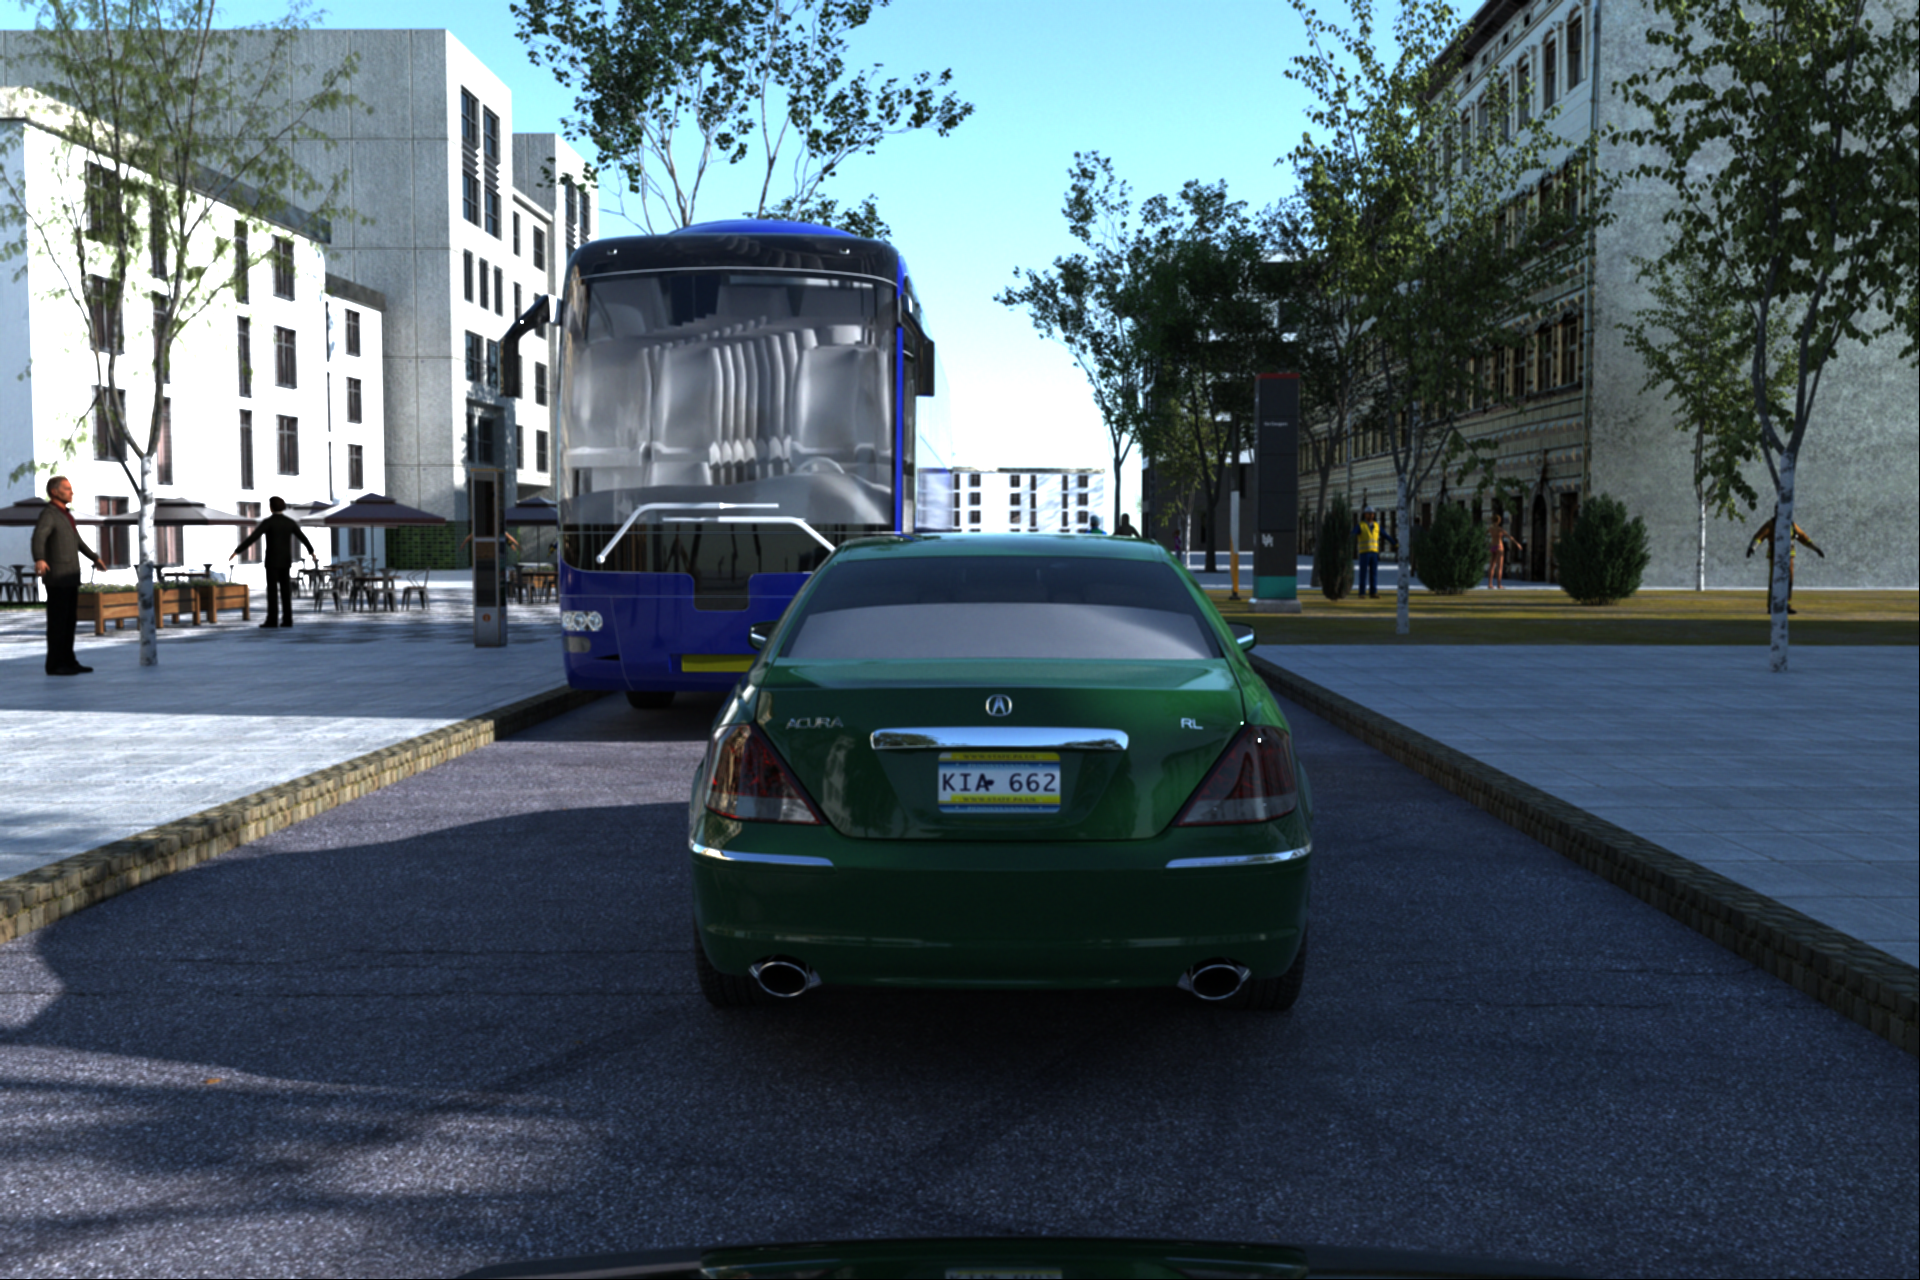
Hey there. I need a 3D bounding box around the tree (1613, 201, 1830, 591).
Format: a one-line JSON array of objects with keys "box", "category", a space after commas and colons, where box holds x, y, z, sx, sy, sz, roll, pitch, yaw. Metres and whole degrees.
[{"box": [16.940, -5.409, 38.800, 4.737, 8.622, 4.395, 0, 3, 0], "category": "tree"}]

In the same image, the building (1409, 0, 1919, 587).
[{"box": [24.679, -13.407, 50.125, 19.493, 23.208, 18.063, 0, 4, 2], "category": "building"}]

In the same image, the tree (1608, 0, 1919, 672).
[{"box": [7.851, -4.012, 15.963, 4.737, 8.622, 4.395, 0, 3, 0], "category": "tree"}]

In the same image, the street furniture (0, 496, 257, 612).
[{"box": [-26.139, -1.264, 25.694, 27.439, 1.986, 14.083, 0, 4, -4], "category": "street furniture"}]

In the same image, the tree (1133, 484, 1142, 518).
[{"box": [23.732, -16.012, 212.165, 4.360, 8.622, 3.978, 0, 3, 0], "category": "tree"}]

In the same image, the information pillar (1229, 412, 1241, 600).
[{"box": [5.342, -2.586, 33.640, 0.183, 3.616, 0.504, 0, 4, 0], "category": "information pillar"}]

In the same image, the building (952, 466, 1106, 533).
[{"box": [4.117, -16.579, 215.673, 28.070, 9.664, 9.099, 0, 4, -6], "category": "building"}]

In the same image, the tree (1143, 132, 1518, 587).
[{"box": [8.575, -6.536, 41.269, 8.767, 10.594, 7.601, 0, 4, 5], "category": "tree"}]

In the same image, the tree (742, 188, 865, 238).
[{"box": [-7.090, -9.678, 64.886, 9.857, 13.997, 8.962, 0, 3, 0], "category": "tree"}]

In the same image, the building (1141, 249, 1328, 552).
[{"box": [28.594, -18.156, 140.817, 27.936, 21.610, 32.646, 0, 4, 2], "category": "building"}]

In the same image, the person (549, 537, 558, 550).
[{"box": [-8.932, -2.123, 40.486, 1.354, 1.856, 0.705, -1, 4, -19], "category": "person"}]

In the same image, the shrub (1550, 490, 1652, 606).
[{"box": [11.541, -1.661, 31.200, 1.661, 2.075, 1.752, 0, 3, 0], "category": "shrub"}]

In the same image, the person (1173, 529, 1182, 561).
[{"box": [7.196, -2.904, 56.743, 0.599, 1.433, 0.991, 0, 4, 5], "category": "person"}]

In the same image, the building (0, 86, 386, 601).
[{"box": [-21.442, -6.404, 46.860, 9.099, 9.664, 28.070, 0, 4, 2], "category": "building"}]

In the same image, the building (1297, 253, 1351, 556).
[{"box": [29.821, -16.325, 97.843, 19.493, 23.208, 18.063, 0, 4, 2], "category": "building"}]

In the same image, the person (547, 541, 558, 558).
[{"box": [-5.654, -1.216, 26.350, 1.216, 1.772, 0.721, -1, 4, -17], "category": "person"}]

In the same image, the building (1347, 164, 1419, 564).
[{"box": [28.629, -15.107, 77.931, 19.493, 23.208, 18.063, 0, 4, 2], "category": "building"}]

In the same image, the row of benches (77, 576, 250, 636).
[{"box": [-11.037, -0.507, 23.746, 1.422, 0.672, 4.104, 0, 4, 4], "category": "row of benches"}]

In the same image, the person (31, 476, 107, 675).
[{"box": [-8.194, -0.592, 15.853, 0.705, 1.807, 1.348, 0, 4, -5], "category": "person"}]

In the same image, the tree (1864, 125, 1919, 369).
[{"box": [16.650, -4.744, 27.930, 4.737, 8.622, 4.395, 0, 3, 0], "category": "tree"}]

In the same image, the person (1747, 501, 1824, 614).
[{"box": [13.191, -1.346, 27.780, 1.354, 1.858, 0.705, -1, 4, -10], "category": "person"}]

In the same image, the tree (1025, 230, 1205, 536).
[{"box": [11.190, -15.318, 106.342, 12.611, 20.169, 13.585, 0, 3, 0], "category": "tree"}]

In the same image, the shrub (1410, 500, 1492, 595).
[{"box": [10.375, -1.967, 36.585, 1.690, 2.028, 1.600, 0, 3, 0], "category": "shrub"}]

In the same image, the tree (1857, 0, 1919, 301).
[{"box": [13.032, -4.380, 21.973, 4.360, 8.622, 3.978, 0, 3, 0], "category": "tree"}]

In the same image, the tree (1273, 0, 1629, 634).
[{"box": [5.788, -4.370, 21.815, 4.737, 8.622, 4.395, 0, 3, 0], "category": "tree"}]

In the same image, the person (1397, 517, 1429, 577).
[{"box": [13.732, -2.797, 52.000, 1.348, 1.796, 0.705, 2, 4, 35], "category": "person"}]

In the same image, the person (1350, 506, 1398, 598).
[{"box": [8.152, -1.745, 34.499, 1.349, 1.833, 0.705, -1, 4, -13], "category": "person"}]

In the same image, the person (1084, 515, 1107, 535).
[{"box": [2.767, -1.668, 35.850, 1.347, 1.817, 0.704, -1, 4, -21], "category": "person"}]

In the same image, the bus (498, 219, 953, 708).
[{"box": [-1.488, -1.587, 17.499, 2.896, 3.916, 12.251, 0, 4, 1], "category": "bus"}]

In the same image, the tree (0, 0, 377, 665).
[{"box": [-7.983, -4.044, 16.483, 4.360, 8.622, 3.978, 0, 3, 0], "category": "tree"}]

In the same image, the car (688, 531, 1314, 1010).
[{"box": [0.158, 0.314, 6.667, 2.131, 1.459, 4.920, 0, 4, 1], "category": "car"}]

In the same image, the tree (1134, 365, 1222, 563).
[{"box": [9.431, -7.523, 73.366, 4.360, 8.622, 3.978, 0, 3, 0], "category": "tree"}]

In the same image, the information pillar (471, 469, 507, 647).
[{"box": [-5.349, -0.929, 19.687, 0.304, 2.012, 0.304, 0, 4, 2], "category": "information pillar"}]

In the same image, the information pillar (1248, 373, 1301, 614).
[{"box": [5.138, -2.374, 28.194, 0.750, 3.857, 0.750, 0, 4, 1], "category": "information pillar"}]

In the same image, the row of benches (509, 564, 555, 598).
[{"box": [-7.717, -1.292, 36.587, 1.422, 0.672, 4.104, 2, 4, 35], "category": "row of benches"}]

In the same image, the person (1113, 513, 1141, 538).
[{"box": [4.194, -2.329, 44.208, 1.348, 1.813, 0.705, -2, 4, -32], "category": "person"}]

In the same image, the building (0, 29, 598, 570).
[{"box": [-26.161, -12.866, 76.811, 16.747, 18.905, 31.486, 0, 4, 1], "category": "building"}]

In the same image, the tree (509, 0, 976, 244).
[{"box": [-6.304, -11.821, 49.170, 12.611, 20.169, 13.585, 0, 3, 0], "category": "tree"}]

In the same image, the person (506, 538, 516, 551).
[{"box": [-10.404, -2.022, 38.989, 0.705, 1.837, 1.347, -3, 5, -41], "category": "person"}]

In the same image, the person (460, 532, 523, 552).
[{"box": [-10.189, -1.940, 37.571, 1.347, 1.847, 0.705, 0, 4, -3], "category": "person"}]

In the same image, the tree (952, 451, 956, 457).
[{"box": [-5.268, -12.184, 109.570, 12.009, 13.543, 11.850, 0, 3, 0], "category": "tree"}]

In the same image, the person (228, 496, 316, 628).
[{"box": [-9.374, -1.074, 23.748, 0.705, 1.806, 1.347, 2, 4, 33], "category": "person"}]

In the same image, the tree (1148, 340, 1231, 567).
[{"box": [8.836, -7.106, 66.544, 4.737, 8.622, 4.395, 0, 3, 0], "category": "tree"}]

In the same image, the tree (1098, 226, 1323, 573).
[{"box": [8.438, -8.065, 57.619, 9.928, 11.665, 9.643, 0, 3, 0], "category": "tree"}]

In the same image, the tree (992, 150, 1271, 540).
[{"box": [8.391, -14.127, 86.858, 12.611, 20.169, 13.585, 0, 3, 0], "category": "tree"}]

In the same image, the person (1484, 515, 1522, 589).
[{"box": [12.636, -2.072, 40.678, 0.721, 1.733, 1.217, -3, 4, -38], "category": "person"}]

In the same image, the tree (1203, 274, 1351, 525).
[{"box": [8.437, -6.043, 49.161, 4.360, 8.622, 3.978, 0, 3, 0], "category": "tree"}]
